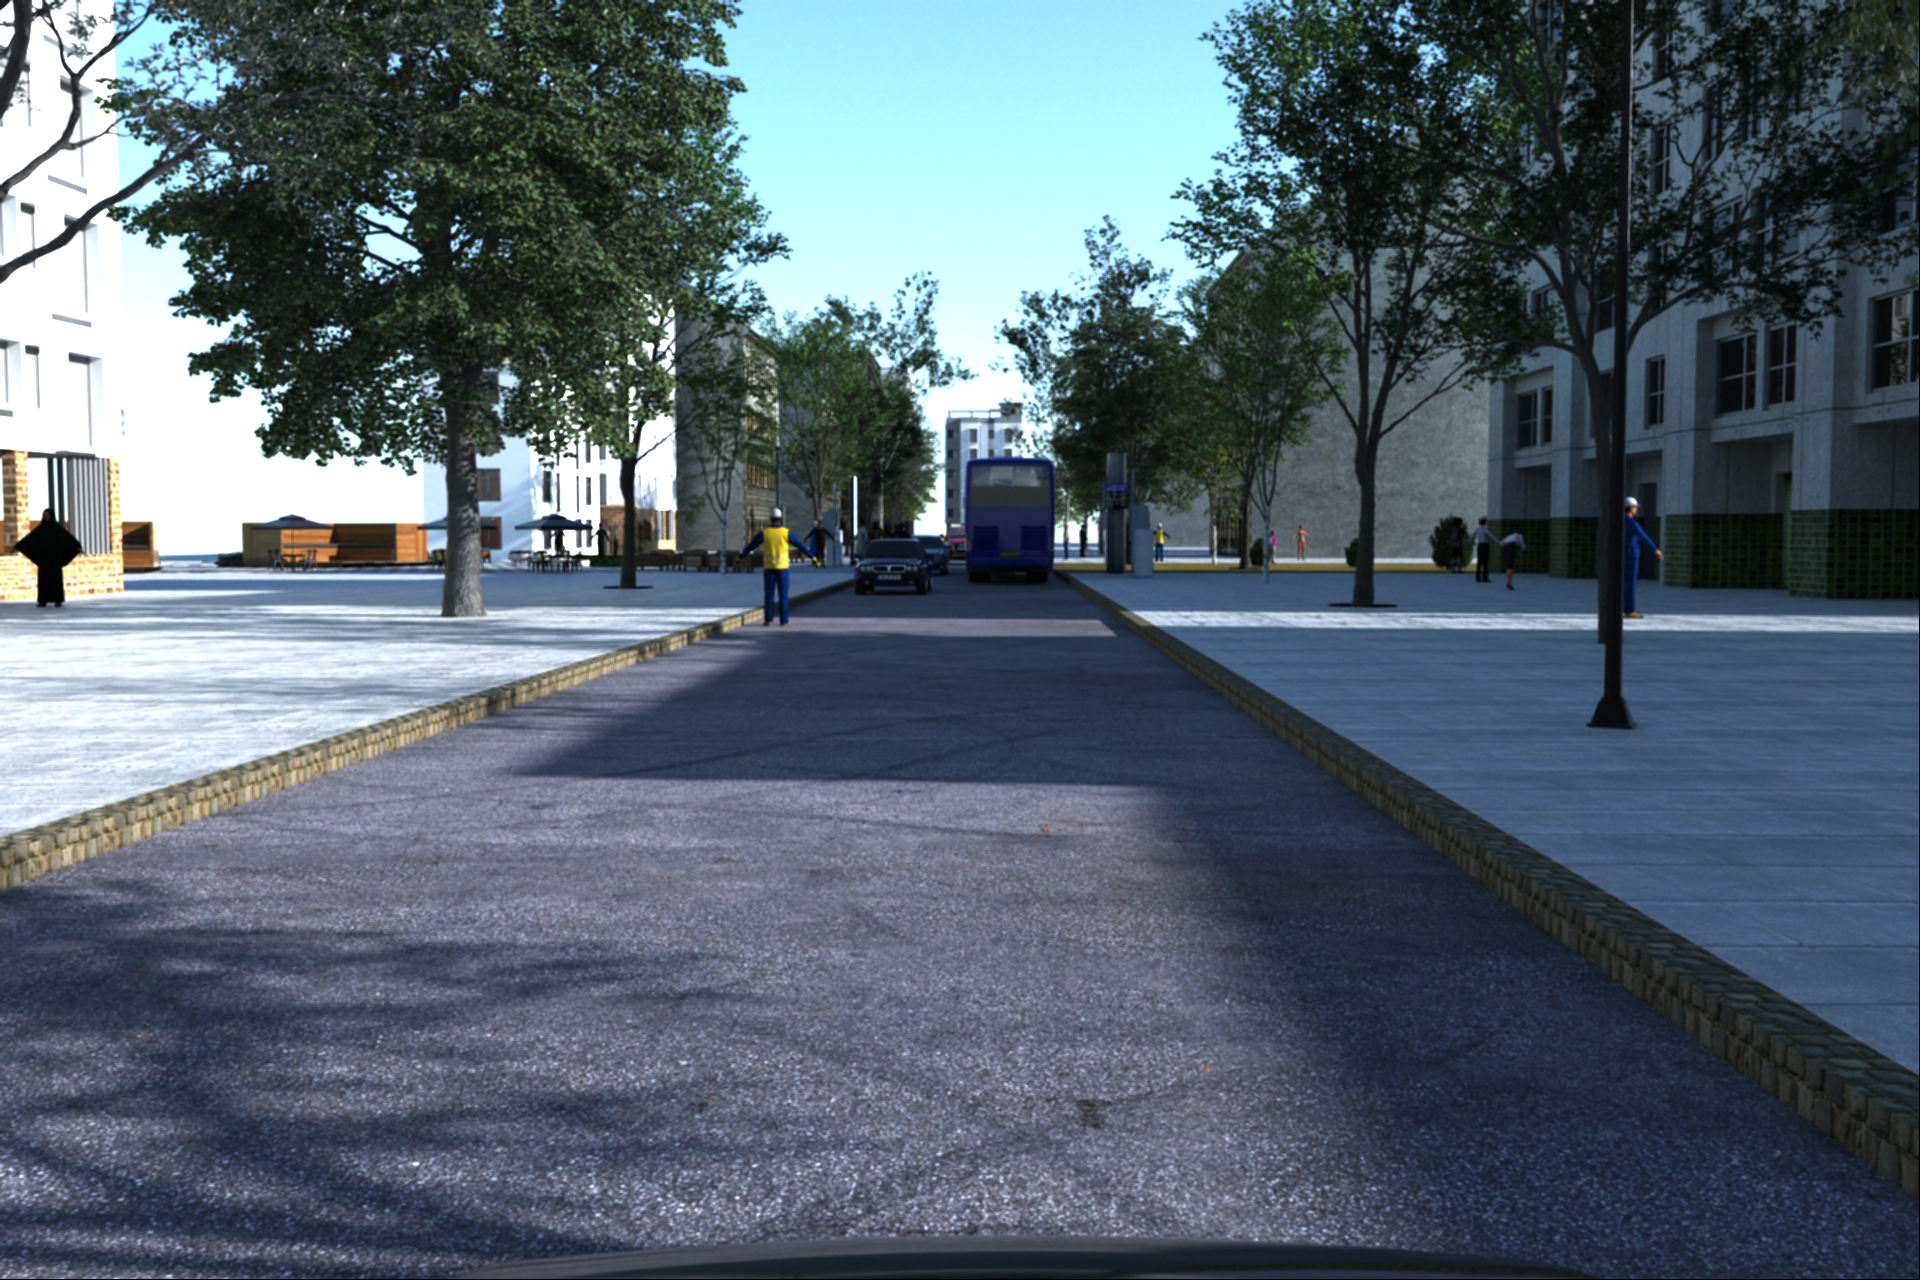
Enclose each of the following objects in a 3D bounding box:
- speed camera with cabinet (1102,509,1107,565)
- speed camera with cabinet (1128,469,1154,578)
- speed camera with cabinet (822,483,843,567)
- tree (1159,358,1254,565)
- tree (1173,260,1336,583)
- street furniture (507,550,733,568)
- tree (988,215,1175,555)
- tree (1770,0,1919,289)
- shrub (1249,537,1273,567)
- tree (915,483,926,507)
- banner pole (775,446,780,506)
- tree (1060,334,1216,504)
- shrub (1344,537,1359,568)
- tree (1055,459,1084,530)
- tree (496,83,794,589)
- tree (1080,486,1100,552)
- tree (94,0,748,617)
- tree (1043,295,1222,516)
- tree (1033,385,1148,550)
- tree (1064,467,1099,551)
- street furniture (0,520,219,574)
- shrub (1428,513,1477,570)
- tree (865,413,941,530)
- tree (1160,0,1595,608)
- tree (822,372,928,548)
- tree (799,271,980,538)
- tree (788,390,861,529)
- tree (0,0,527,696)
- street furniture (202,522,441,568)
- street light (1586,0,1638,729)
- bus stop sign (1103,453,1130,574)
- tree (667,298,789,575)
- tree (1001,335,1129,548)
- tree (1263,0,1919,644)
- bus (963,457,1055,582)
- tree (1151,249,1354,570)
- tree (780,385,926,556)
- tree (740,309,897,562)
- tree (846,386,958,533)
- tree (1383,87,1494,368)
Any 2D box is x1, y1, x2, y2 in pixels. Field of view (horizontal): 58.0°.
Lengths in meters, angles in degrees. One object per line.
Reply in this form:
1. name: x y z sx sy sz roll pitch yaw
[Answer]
1. speed camera with cabinet: 6.242 -4.730 71.676 0.660 3.252 2.038 0 4 2
2. speed camera with cabinet: 5.424 -3.518 51.855 0.660 3.252 2.038 0 4 1
3. speed camera with cabinet: -5.004 -4.495 67.826 0.660 3.252 2.038 0 4 3
4. tree: 10.464 -7.420 71.683 4.737 8.622 4.395 0 3 0
5. tree: 8.033 -5.768 44.675 4.360 8.622 3.978 0 3 0
6. street furniture: -13.182 -3.226 68.368 10.072 0.657 5.734 2 4 35
7. tree: 7.980 -15.276 105.656 12.611 20.169 13.585 0 3 0
8. tree: 7.019 -3.786 12.267 4.360 8.622 3.978 0 3 0
9. shrub: 11.679 -3.437 67.308 1.383 1.207 1.383 0 3 0
10. tree: -9.452 -21.062 254.730 12.009 13.543 11.850 0 3 0
11. banner pole: -5.197 -3.644 49.604 0.401 3.779 0.863 0 4 1
12. tree: 8.423 -8.904 79.992 8.767 10.594 7.601 3 4 39
13. shrub: 15.058 -3.333 65.618 1.383 1.207 1.383 0 3 0
14. tree: 15.770 -20.476 252.904 7.486 12.596 7.792 0 3 0
15. tree: -7.713 -7.009 40.359 9.928 11.665 9.643 0 3 0
16. tree: 9.926 -10.466 121.482 4.737 8.622 4.395 0 3 0
17. tree: -7.867 -7.337 26.616 9.857 13.997 8.962 0 3 0
18. tree: 9.129 -11.303 91.455 9.857 13.997 8.962 0 3 0
19. tree: 10.367 -14.107 141.026 12.009 13.543 11.850 0 3 0
20. tree: 9.408 -10.889 128.405 4.737 8.622 4.395 0 3 0
21. street furniture: -31.140 -3.192 59.039 11.010 1.723 9.812 -1 4 -19
22. shrub: 17.497 -3.495 61.555 1.690 2.028 1.600 0 3 0
23. tree: -5.417 -14.706 158.566 7.486 12.596 7.792 0 3 0
24. tree: 7.159 -6.381 30.082 9.928 11.665 9.643 0 3 0
25. tree: -5.680 -11.284 110.245 9.928 11.665 9.643 0 3 0
26. tree: -4.239 -16.361 123.390 12.611 20.169 13.585 0 3 0
27. tree: -6.567 -8.426 88.135 4.360 8.622 3.978 0 3 0
28. tree: -8.108 -6.294 13.275 12.009 13.543 11.850 0 3 0
29. street furniture: -25.057 -3.869 70.118 11.010 1.723 9.812 1 4 20
30. street light: 4.895 -2.374 11.361 1.470 5.913 1.316 0 4 1
31. bus stop sign: 5.081 -4.113 56.263 0.837 3.901 0.837 0 4 1
32. tree: -7.470 -6.345 54.099 4.360 8.622 3.978 0 3 0
33. tree: 9.724 -18.795 163.187 12.611 20.169 13.585 0 3 0
34. tree: 7.722 -5.252 20.285 8.767 10.594 7.601 1 4 14
35. bus: 1.473 -3.841 54.355 2.896 3.916 12.251 0 4 1
36. tree: 10.495 -8.365 62.528 9.928 11.665 9.643 0 3 0
37. tree: -6.502 -10.153 100.407 8.767 10.594 7.601 -1 4 -22
38. tree: -6.616 -9.420 79.778 9.928 11.665 9.643 0 3 0
39. tree: -5.381 -14.094 140.804 12.009 13.543 11.850 0 3 0
40. tree: 24.821 -13.283 73.072 12.611 20.169 13.585 0 3 0
